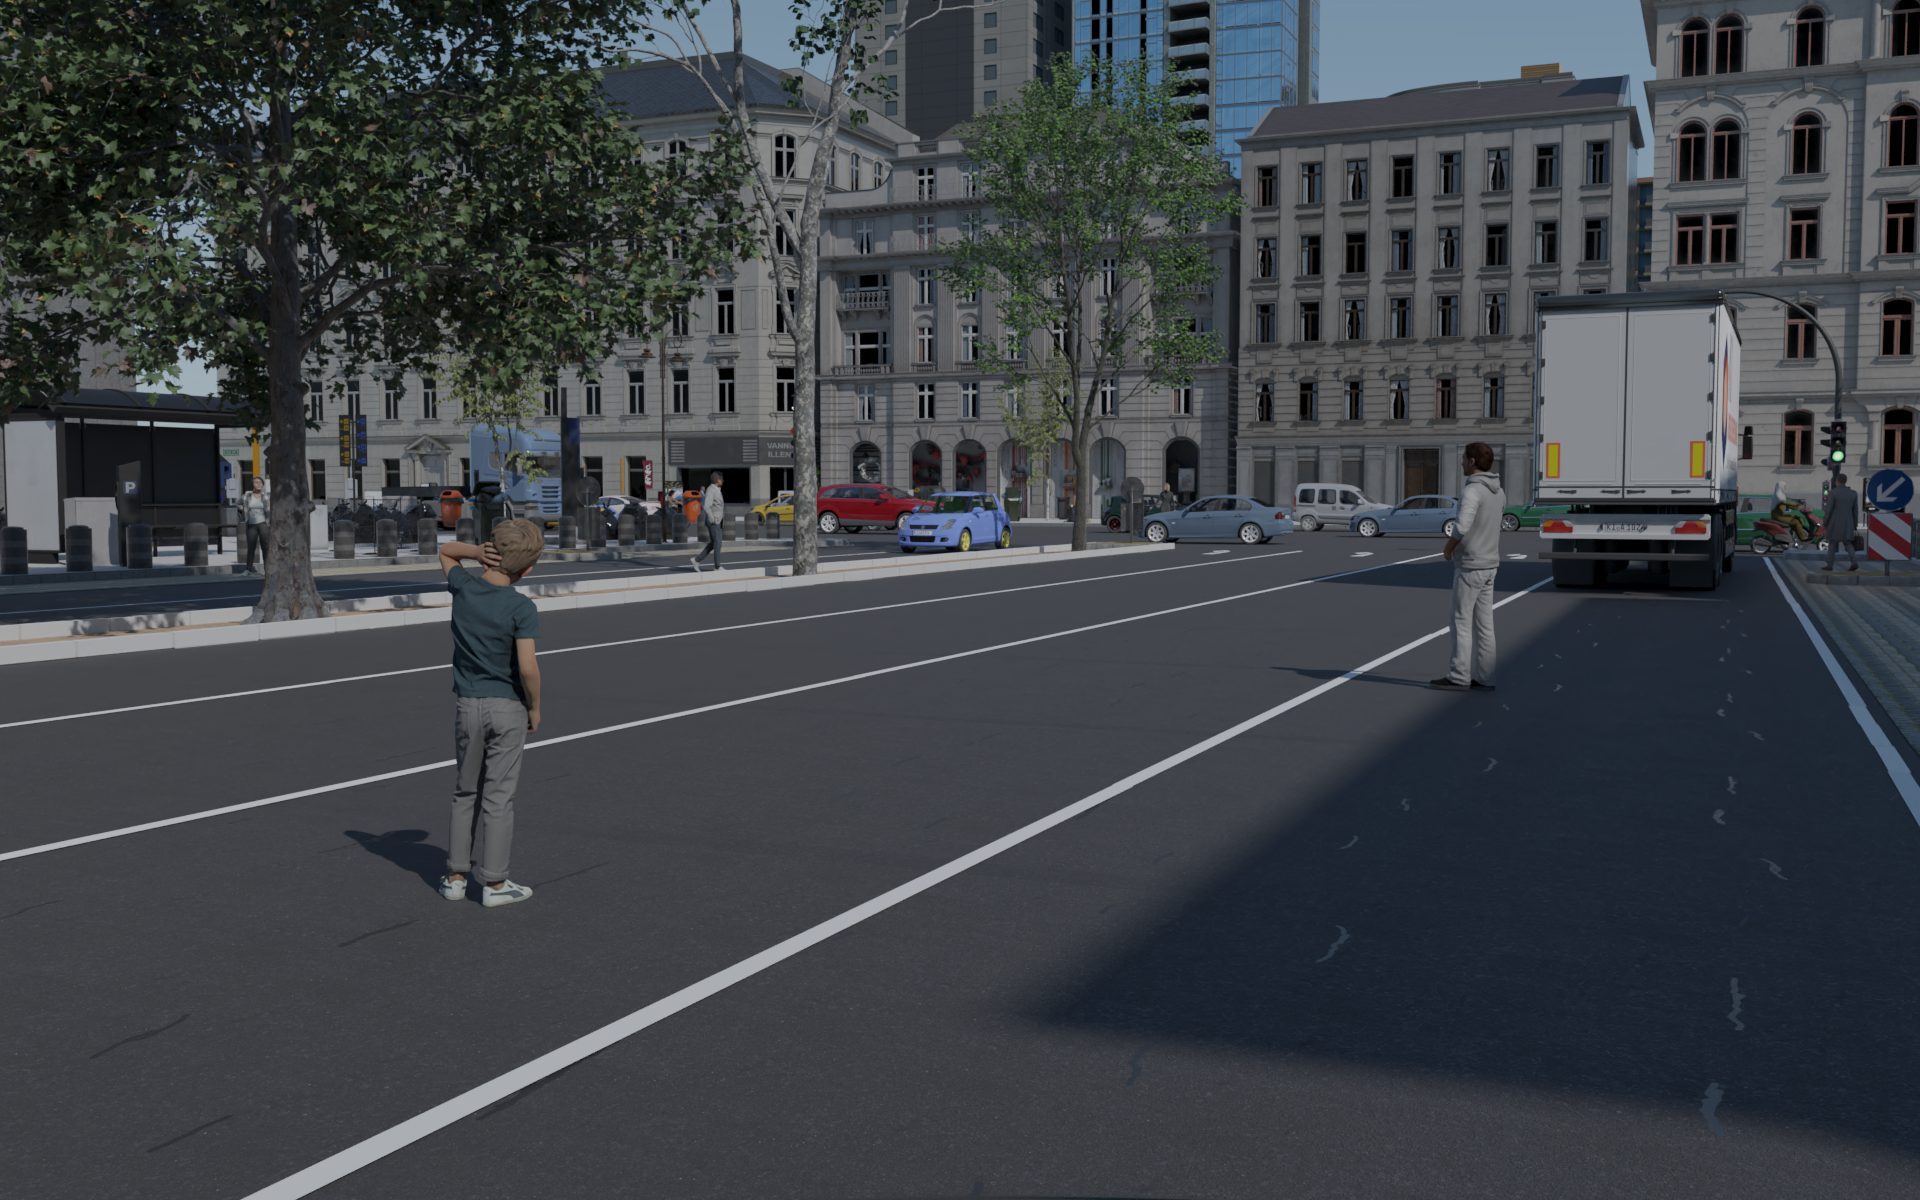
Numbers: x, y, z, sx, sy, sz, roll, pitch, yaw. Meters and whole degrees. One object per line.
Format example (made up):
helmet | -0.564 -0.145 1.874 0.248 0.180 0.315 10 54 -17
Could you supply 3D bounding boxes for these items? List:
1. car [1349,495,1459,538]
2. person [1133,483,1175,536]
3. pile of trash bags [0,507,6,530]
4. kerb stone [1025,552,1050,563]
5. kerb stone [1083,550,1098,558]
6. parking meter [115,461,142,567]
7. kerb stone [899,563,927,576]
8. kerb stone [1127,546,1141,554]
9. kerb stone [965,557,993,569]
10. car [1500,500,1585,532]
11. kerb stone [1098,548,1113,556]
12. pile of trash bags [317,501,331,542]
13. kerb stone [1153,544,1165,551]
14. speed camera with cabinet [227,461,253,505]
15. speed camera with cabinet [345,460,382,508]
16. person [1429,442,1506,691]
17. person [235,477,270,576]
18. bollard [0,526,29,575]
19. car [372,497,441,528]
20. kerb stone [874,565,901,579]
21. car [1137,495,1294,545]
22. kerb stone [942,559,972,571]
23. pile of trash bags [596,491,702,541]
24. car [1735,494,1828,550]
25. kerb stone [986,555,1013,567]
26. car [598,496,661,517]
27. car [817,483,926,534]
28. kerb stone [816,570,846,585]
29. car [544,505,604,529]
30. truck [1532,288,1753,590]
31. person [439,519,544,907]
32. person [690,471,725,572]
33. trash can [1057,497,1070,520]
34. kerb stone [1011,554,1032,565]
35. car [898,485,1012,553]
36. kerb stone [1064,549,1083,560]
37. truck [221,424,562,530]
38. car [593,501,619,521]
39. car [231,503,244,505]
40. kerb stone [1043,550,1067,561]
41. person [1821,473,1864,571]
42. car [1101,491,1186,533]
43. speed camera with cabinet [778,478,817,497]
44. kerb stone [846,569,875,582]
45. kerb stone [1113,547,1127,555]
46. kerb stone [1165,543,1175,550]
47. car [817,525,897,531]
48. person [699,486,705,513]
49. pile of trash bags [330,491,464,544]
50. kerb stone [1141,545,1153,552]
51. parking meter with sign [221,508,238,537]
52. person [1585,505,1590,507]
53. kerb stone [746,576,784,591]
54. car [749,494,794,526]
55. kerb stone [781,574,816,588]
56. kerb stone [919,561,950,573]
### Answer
car | 15.125 -2.757 57.085 4.499 1.417 2.014 2 4 26
person | 6.723 -3.105 59.481 1.509 1.804 0.699 2 4 35
pile of trash bags | -19.700 -1.738 38.173 1.912 1.369 3.447 1 4 21
kerb stone | 1.601 -0.863 36.312 0.120 0.150 1.000 2 4 24
kerb stone | 2.845 -1.037 39.144 0.120 0.150 1.000 2 4 24
parking meter | -14.717 -1.526 30.661 0.399 1.863 0.255 -3 4 -36
kerb stone | -0.901 -0.518 30.664 0.120 0.150 1.000 2 4 24
kerb stone | 4.102 -1.210 41.975 0.120 0.150 1.000 2 4 24
kerb stone | 0.346 -0.691 33.488 0.120 0.150 1.000 2 4 24
car | 22.608 -3.333 66.291 4.920 1.459 2.131 1 4 23
kerb stone | 3.261 -1.093 40.092 0.120 0.150 1.000 2 4 24
pile of trash bags | -18.103 -2.335 47.938 3.447 1.369 1.912 3 5 42
kerb stone | 4.928 -1.324 43.864 0.120 0.150 1.000 2 4 24
speed camera with cabinet | -42.463 -6.645 102.986 2.038 3.252 0.660 -1 4 -11
speed camera with cabinet | -35.061 -6.573 101.809 2.038 3.252 0.660 -1 4 -21
person | 3.716 -0.245 12.660 0.875 1.805 0.789 -3 5 -45
person | -12.255 -1.287 30.270 0.841 1.734 0.376 0 4 -4
bollard | -15.117 -0.792 27.664 0.404 0.777 0.398 0 3 0
car | -23.333 -3.725 72.911 4.499 1.417 2.014 2 4 25
kerb stone | -1.319 -0.460 29.712 0.120 0.150 1.000 2 4 24
car | 7.367 -2.336 50.193 4.499 1.417 2.014 1 4 23
kerb stone | -0.074 -0.633 32.551 0.120 0.150 1.000 2 4 24
pile of trash bags | -8.695 -2.407 49.106 1.912 1.369 3.447 3 5 40
car | 19.362 -1.926 43.296 4.920 1.459 2.131 2 4 25
kerb stone | 0.761 -0.748 34.427 0.120 0.150 1.000 2 4 24
car | -15.550 -3.954 77.015 4.827 1.381 2.083 1 4 23
car | -2.938 -3.275 62.213 5.304 1.827 2.281 2 4 25
kerb stone | -2.160 -0.340 27.823 0.120 0.150 1.000 2 4 24
car | -15.936 -3.647 69.859 3.980 1.641 2.015 2 4 25
truck | 11.685 -2.462 29.159 2.839 4.237 11.283 2 4 26
person | -1.663 0.386 6.098 0.435 1.345 0.340 0 4 1
person | -4.529 -1.407 31.347 0.795 1.843 0.661 0 4 6
trash can | 5.174 -4.585 86.626 0.748 1.137 0.748 0 3 0
kerb stone | 1.181 -0.806 35.375 0.120 0.150 1.000 2 4 24
car | -0.127 -2.042 42.978 1.945 1.707 3.694 2 4 25
kerb stone | 2.431 -0.979 38.205 0.120 0.150 1.000 2 4 24
truck | -23.461 -4.879 69.528 18.799 4.110 2.967 2 4 24
car | -16.236 -3.903 73.409 3.694 1.707 1.945 2 4 26
car | -30.035 -3.920 76.093 4.499 1.417 2.014 2 4 25
kerb stone | 2.018 -0.921 37.259 0.120 0.150 1.000 2 4 24
person | 16.275 -1.431 31.997 0.694 1.812 0.767 0 4 -6
car | 7.261 -3.302 63.771 4.222 1.686 2.009 1 4 22
speed camera with cabinet | -8.638 -5.979 92.100 2.038 3.252 0.660 1 4 18
kerb stone | -1.732 -0.401 28.769 0.120 0.150 1.000 2 4 24
kerb stone | 3.682 -1.150 41.032 0.120 0.150 1.000 2 4 24
kerb stone | 5.347 -1.383 44.801 0.120 0.150 1.000 2 4 24
car | -4.230 -3.441 68.839 3.894 1.354 1.945 2 4 25
person | -12.112 -4.448 81.412 0.419 1.800 0.721 0 4 4
pile of trash bags | -14.308 -2.162 45.095 3.447 1.369 1.912 2 4 25
kerb stone | 4.519 -1.266 42.923 0.120 0.150 1.000 2 4 24
parking meter with sign | -22.299 -3.362 51.238 0.543 3.016 1.738 2 4 35
person | 18.909 -2.599 52.002 0.512 1.701 0.522 -3 5 -43
kerb stone | -2.976 -0.229 25.936 0.120 0.150 1.000 2 4 24
car | -7.746 -4.187 78.679 3.980 1.641 2.015 1 4 22
kerb stone | -2.564 -0.286 26.879 0.120 0.150 1.000 2 4 24
kerb stone | -0.486 -0.576 31.611 0.120 0.150 1.000 2 4 24
